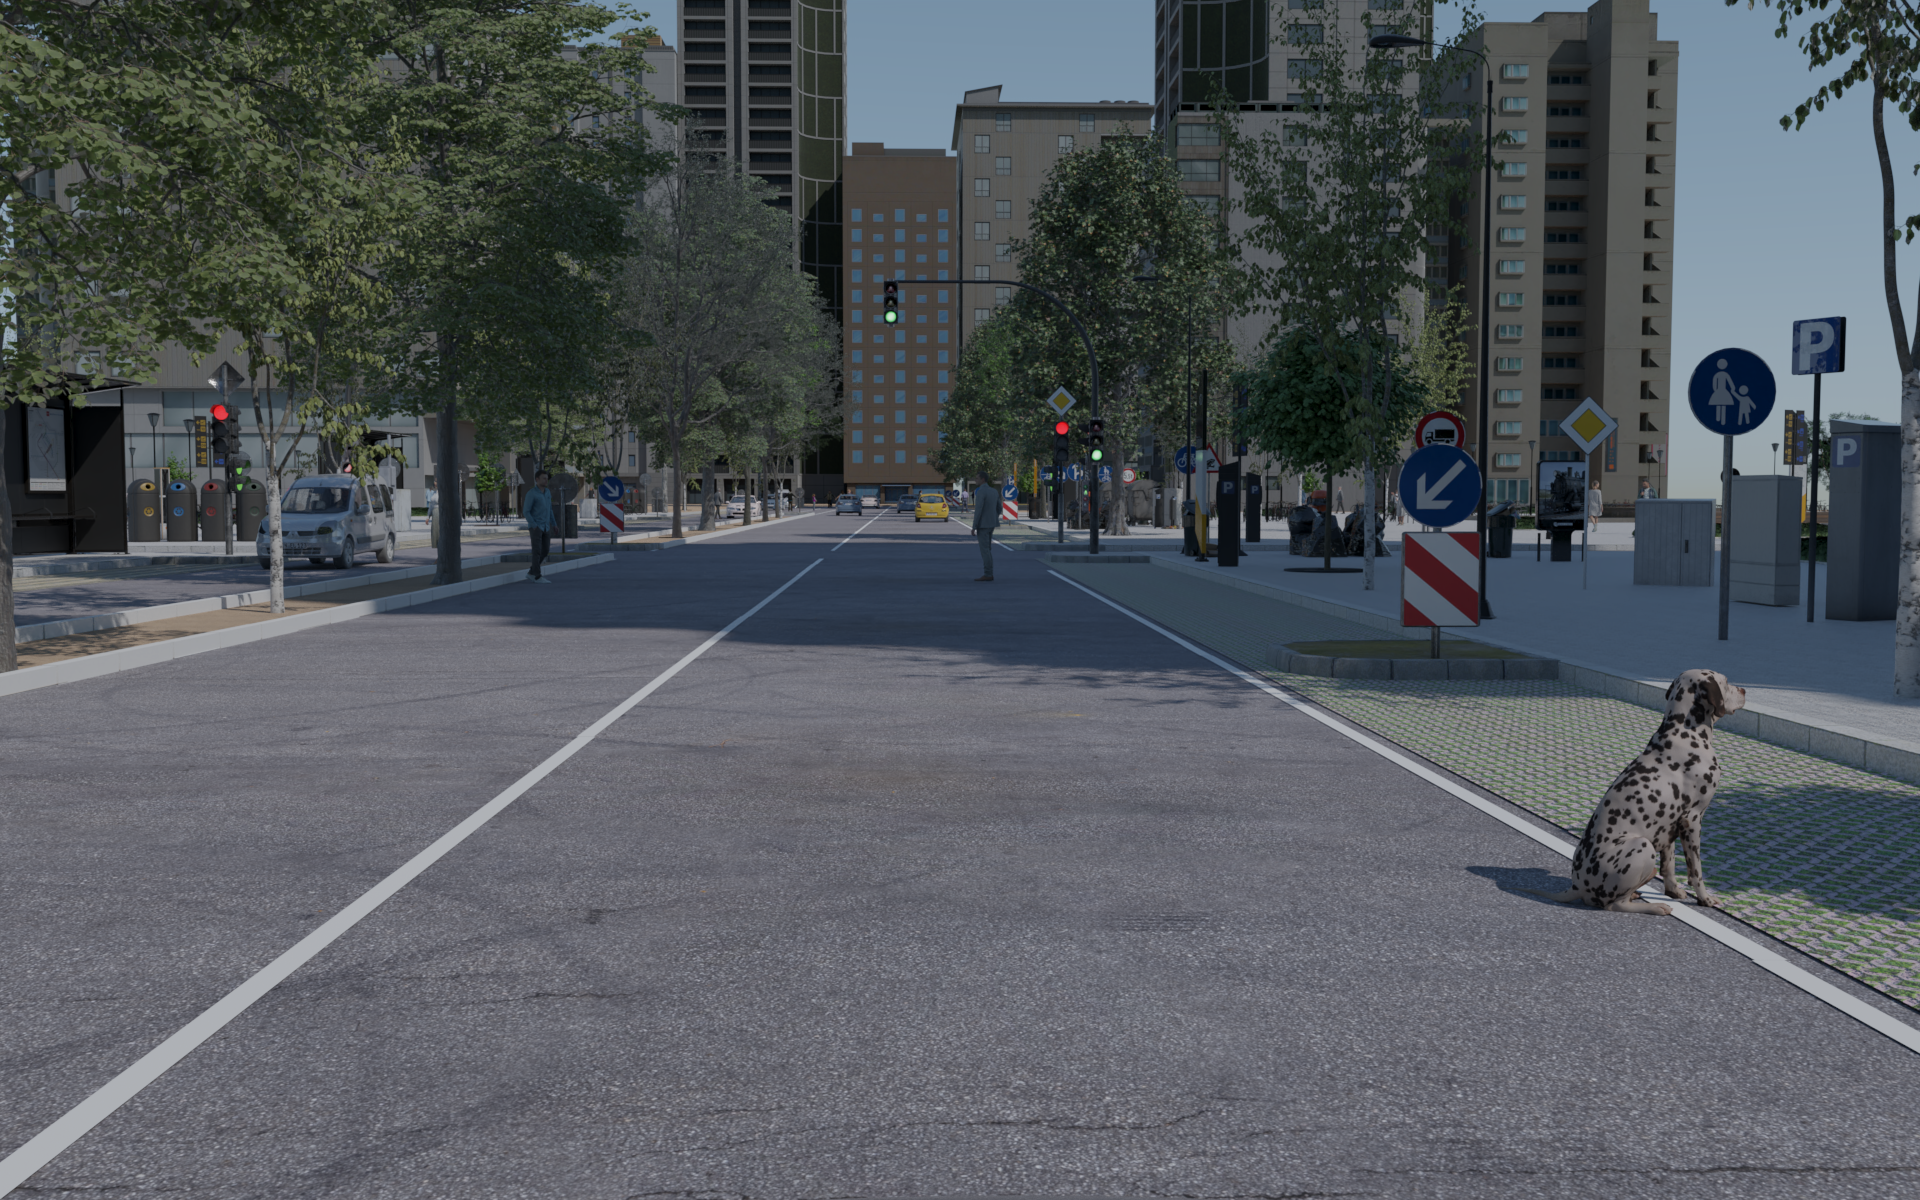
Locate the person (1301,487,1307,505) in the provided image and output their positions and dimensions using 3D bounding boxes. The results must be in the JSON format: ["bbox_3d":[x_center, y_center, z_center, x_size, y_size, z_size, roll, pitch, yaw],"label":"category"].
[{"bbox_3d":[23.856,-7.013,120.725,0.654,1.822,0.581,-2,4,-35],"label":"person"}]

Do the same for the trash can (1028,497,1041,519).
[{"bbox_3d":[3.776,-4.663,87.899,0.748,1.137,0.748,0,3,0],"label":"trash can"}]

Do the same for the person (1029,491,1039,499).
[{"bbox_3d":[7.461,-10.395,176.831,1.217,1.723,0.721,0,4,8],"label":"person"}]

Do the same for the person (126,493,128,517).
[{"bbox_3d":[-34.807,-4.021,72.465,0.598,1.740,0.731,1,4,19],"label":"person"}]

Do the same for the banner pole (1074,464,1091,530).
[{"bbox_3d":[4.404,-4.373,61.519,0.401,3.779,0.863,-2,4,-34],"label":"banner pole"}]

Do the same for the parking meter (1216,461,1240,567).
[{"bbox_3d":[4.736,-1.526,30.664,0.399,1.863,0.255,1,4,13],"label":"parking meter"}]

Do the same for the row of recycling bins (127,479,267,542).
[{"bbox_3d":[-20.531,-2.418,46.641,3.534,1.692,1.069,-1,4,-12],"label":"row of recycling bins"}]

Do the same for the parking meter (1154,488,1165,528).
[{"bbox_3d":[7.647,-3.546,66.387,0.372,1.533,0.369,0,3,0],"label":"parking meter"}]

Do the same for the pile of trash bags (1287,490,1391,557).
[{"bbox_3d":[7.874,-1.648,36.692,1.912,1.369,3.447,0,3,0],"label":"pile of trash bags"}]

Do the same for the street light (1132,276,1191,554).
[{"bbox_3d":[4.358,-3.945,37.040,1.470,5.913,1.316,0,4,-2],"label":"street light"}]

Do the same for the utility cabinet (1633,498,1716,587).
[{"bbox_3d":[10.039,-0.806,24.342,1.020,1.237,0.306,2,4,34],"label":"utility cabinet"}]

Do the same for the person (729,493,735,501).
[{"bbox_3d":[-24.207,-10.736,184.764,0.799,1.438,0.628,-2,4,-30],"label":"person"}]

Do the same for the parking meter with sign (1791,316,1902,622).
[{"bbox_3d":[9.266,-1.306,17.612,1.738,3.016,0.543,-2,4,-25],"label":"parking meter with sign"}]

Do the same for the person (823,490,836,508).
[{"bbox_3d":[-13.611,-10.528,180.728,1.348,1.812,0.705,0,4,3],"label":"person"}]

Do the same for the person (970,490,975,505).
[{"bbox_3d":[1.370,-11.483,194.245,0.568,1.767,0.683,-1,4,-14],"label":"person"}]

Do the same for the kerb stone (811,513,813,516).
[{"bbox_3d":[-9.872,-5.580,113.470,0.120,0.150,1.000,0,4,-2],"label":"kerb stone"}]

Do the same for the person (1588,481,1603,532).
[{"bbox_3d":[21.393,-3.150,58.293,0.466,1.731,0.760,0,4,4],"label":"person"}]

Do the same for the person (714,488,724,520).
[{"bbox_3d":[-13.601,-5.437,97.792,0.661,1.777,0.834,2,4,32],"label":"person"}]

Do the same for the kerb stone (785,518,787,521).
[{"bbox_3d":[-9.128,-4.078,88.901,0.120,0.150,1.000,0,4,-2],"label":"kerb stone"}]

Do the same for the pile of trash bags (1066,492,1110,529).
[{"bbox_3d":[4.880,-3.340,64.366,1.912,1.369,3.447,0,4,1],"label":"pile of trash bags"}]

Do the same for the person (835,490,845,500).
[{"bbox_3d":[-9.030,-7.507,131.965,1.217,1.735,0.721,-3,5,-41],"label":"person"}]

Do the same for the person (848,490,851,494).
[{"bbox_3d":[-8.155,-7.273,127.961,0.434,1.755,0.990,-2,4,-27],"label":"person"}]

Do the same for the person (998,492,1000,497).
[{"bbox_3d":[4.421,-11.711,201.445,0.415,1.643,0.593,0,4,-1],"label":"person"}]

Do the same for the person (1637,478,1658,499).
[{"bbox_3d":[21.949,-2.991,55.297,0.623,1.781,0.721,1,4,20],"label":"person"}]

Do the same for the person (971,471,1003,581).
[{"bbox_3d":[0.424,-1.220,28.540,0.391,1.810,0.635,2,4,24],"label":"person"}]

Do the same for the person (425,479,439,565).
[{"bbox_3d":[-10.469,-1.610,35.052,0.478,1.798,0.641,3,5,44],"label":"person"}]

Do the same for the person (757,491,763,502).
[{"bbox_3d":[-22.956,-11.799,201.437,1.348,1.821,0.705,-1,4,-12],"label":"person"}]

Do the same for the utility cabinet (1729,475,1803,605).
[{"bbox_3d":[9.378,-0.705,20.200,0.318,1.500,1.173,0,4,-2],"label":"utility cabinet"}]

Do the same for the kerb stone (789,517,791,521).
[{"bbox_3d":[-9.223,-4.267,91.966,0.120,0.150,1.000,0,4,-2],"label":"kerb stone"}]

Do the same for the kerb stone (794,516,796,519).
[{"bbox_3d":[-9.354,-4.518,96.070,0.120,0.150,1.000,0,4,-2],"label":"kerb stone"}]

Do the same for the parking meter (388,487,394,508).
[{"bbox_3d":[-18.652,-2.938,56.439,0.372,1.533,0.369,0,3,0],"label":"parking meter"}]

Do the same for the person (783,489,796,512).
[{"bbox_3d":[-13.731,-8.079,140.228,1.348,1.869,0.705,1,4,12],"label":"person"}]

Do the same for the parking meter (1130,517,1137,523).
[{"bbox_3d":[7.728,-4.204,77.139,0.372,1.533,0.369,0,3,0],"label":"parking meter"}]

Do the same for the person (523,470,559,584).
[{"bbox_3d":[-6.796,-1.183,27.865,0.620,1.820,0.660,1,4,20],"label":"person"}]

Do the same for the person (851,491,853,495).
[{"bbox_3d":[-11.197,-10.364,178.889,0.756,1.711,0.436,-3,4,-36],"label":"person"}]

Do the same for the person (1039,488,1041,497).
[{"bbox_3d":[6.832,-8.482,144.747,0.705,1.821,1.348,-1,4,-17],"label":"person"}]

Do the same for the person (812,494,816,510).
[{"bbox_3d":[-12.699,-8.539,151.328,0.599,1.433,0.991,-2,4,-23],"label":"person"}]

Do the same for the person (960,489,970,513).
[{"bbox_3d":[0.375,-7.583,132.345,0.709,1.838,0.599,0,4,2],"label":"person"}]

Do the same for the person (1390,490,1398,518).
[{"bbox_3d":[23.487,-5.179,93.318,0.523,1.515,0.503,-2,4,-35],"label":"person"}]

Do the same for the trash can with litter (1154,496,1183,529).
[{"bbox_3d":[8.024,-3.238,64.005,1.678,1.210,2.233,1,4,15],"label":"trash can with litter"}]

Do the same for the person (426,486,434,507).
[{"bbox_3d":[-35.186,-6.644,114.931,0.793,1.790,0.793,2,4,26],"label":"person"}]

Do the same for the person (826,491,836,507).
[{"bbox_3d":[-13.866,-10.790,185.638,1.217,1.735,0.721,0,4,1],"label":"person"}]

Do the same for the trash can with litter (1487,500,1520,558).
[{"bbox_3d":[10.634,-1.428,34.737,1.055,1.170,0.624,0,4,-8],"label":"trash can with litter"}]

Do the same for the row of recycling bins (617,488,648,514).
[{"bbox_3d":[-21.792,-6.521,113.725,1.069,1.692,3.534,2,4,25],"label":"row of recycling bins"}]

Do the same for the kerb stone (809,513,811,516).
[{"bbox_3d":[-9.778,-5.395,110.398,0.120,0.150,1.000,0,4,-2],"label":"kerb stone"}]

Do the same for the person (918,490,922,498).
[{"bbox_3d":[-3.062,-7.924,138.847,0.721,1.735,1.217,-2,4,-24],"label":"person"}]

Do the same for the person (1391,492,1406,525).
[{"bbox_3d":[17.967,-3.929,70.855,0.524,1.755,0.480,-1,4,-23],"label":"person"}]

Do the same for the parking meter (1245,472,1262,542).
[{"bbox_3d":[7.804,-2.464,45.993,0.399,1.863,0.255,0,4,-6],"label":"parking meter"}]

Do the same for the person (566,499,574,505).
[{"bbox_3d":[-20.423,-5.152,90.377,0.635,1.810,0.391,0,4,3],"label":"person"}]

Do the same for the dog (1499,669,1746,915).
[{"bbox_3d":[2.314,0.655,6.121,0.800,0.831,0.513,2,4,28],"label":"dog"}]

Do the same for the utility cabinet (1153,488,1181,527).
[{"bbox_3d":[8.032,-3.579,67.192,0.318,1.500,1.173,-3,5,-45],"label":"utility cabinet"}]

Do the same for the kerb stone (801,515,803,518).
[{"bbox_3d":[-9.532,-4.892,102.213,0.120,0.150,1.000,0,4,-2],"label":"kerb stone"}]

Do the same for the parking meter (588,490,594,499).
[{"bbox_3d":[-24.112,-6.415,113.299,0.372,1.533,0.369,0,3,0],"label":"parking meter"}]

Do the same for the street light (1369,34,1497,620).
[{"bbox_3d":[4.831,-2.762,17.694,1.470,5.913,1.316,0,4,-2],"label":"street light"}]

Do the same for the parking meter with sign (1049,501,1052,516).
[{"bbox_3d":[6.011,-6.384,100.631,1.738,3.016,0.543,0,4,4],"label":"parking meter with sign"}]

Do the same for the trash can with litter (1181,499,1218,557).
[{"bbox_3d":[5.004,-1.473,35.475,0.624,1.170,1.055,-2,4,-28],"label":"trash can with litter"}]

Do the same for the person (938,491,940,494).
[{"bbox_3d":[-2.294,-10.666,183.440,0.434,1.755,0.990,0,4,-6],"label":"person"}]

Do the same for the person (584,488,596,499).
[{"bbox_3d":[-26.116,-7.069,122.335,1.217,1.743,0.721,2,4,32],"label":"person"}]

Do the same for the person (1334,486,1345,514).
[{"bbox_3d":[24.447,-6.437,111.682,0.834,1.777,0.661,-1,4,-10],"label":"person"}]
